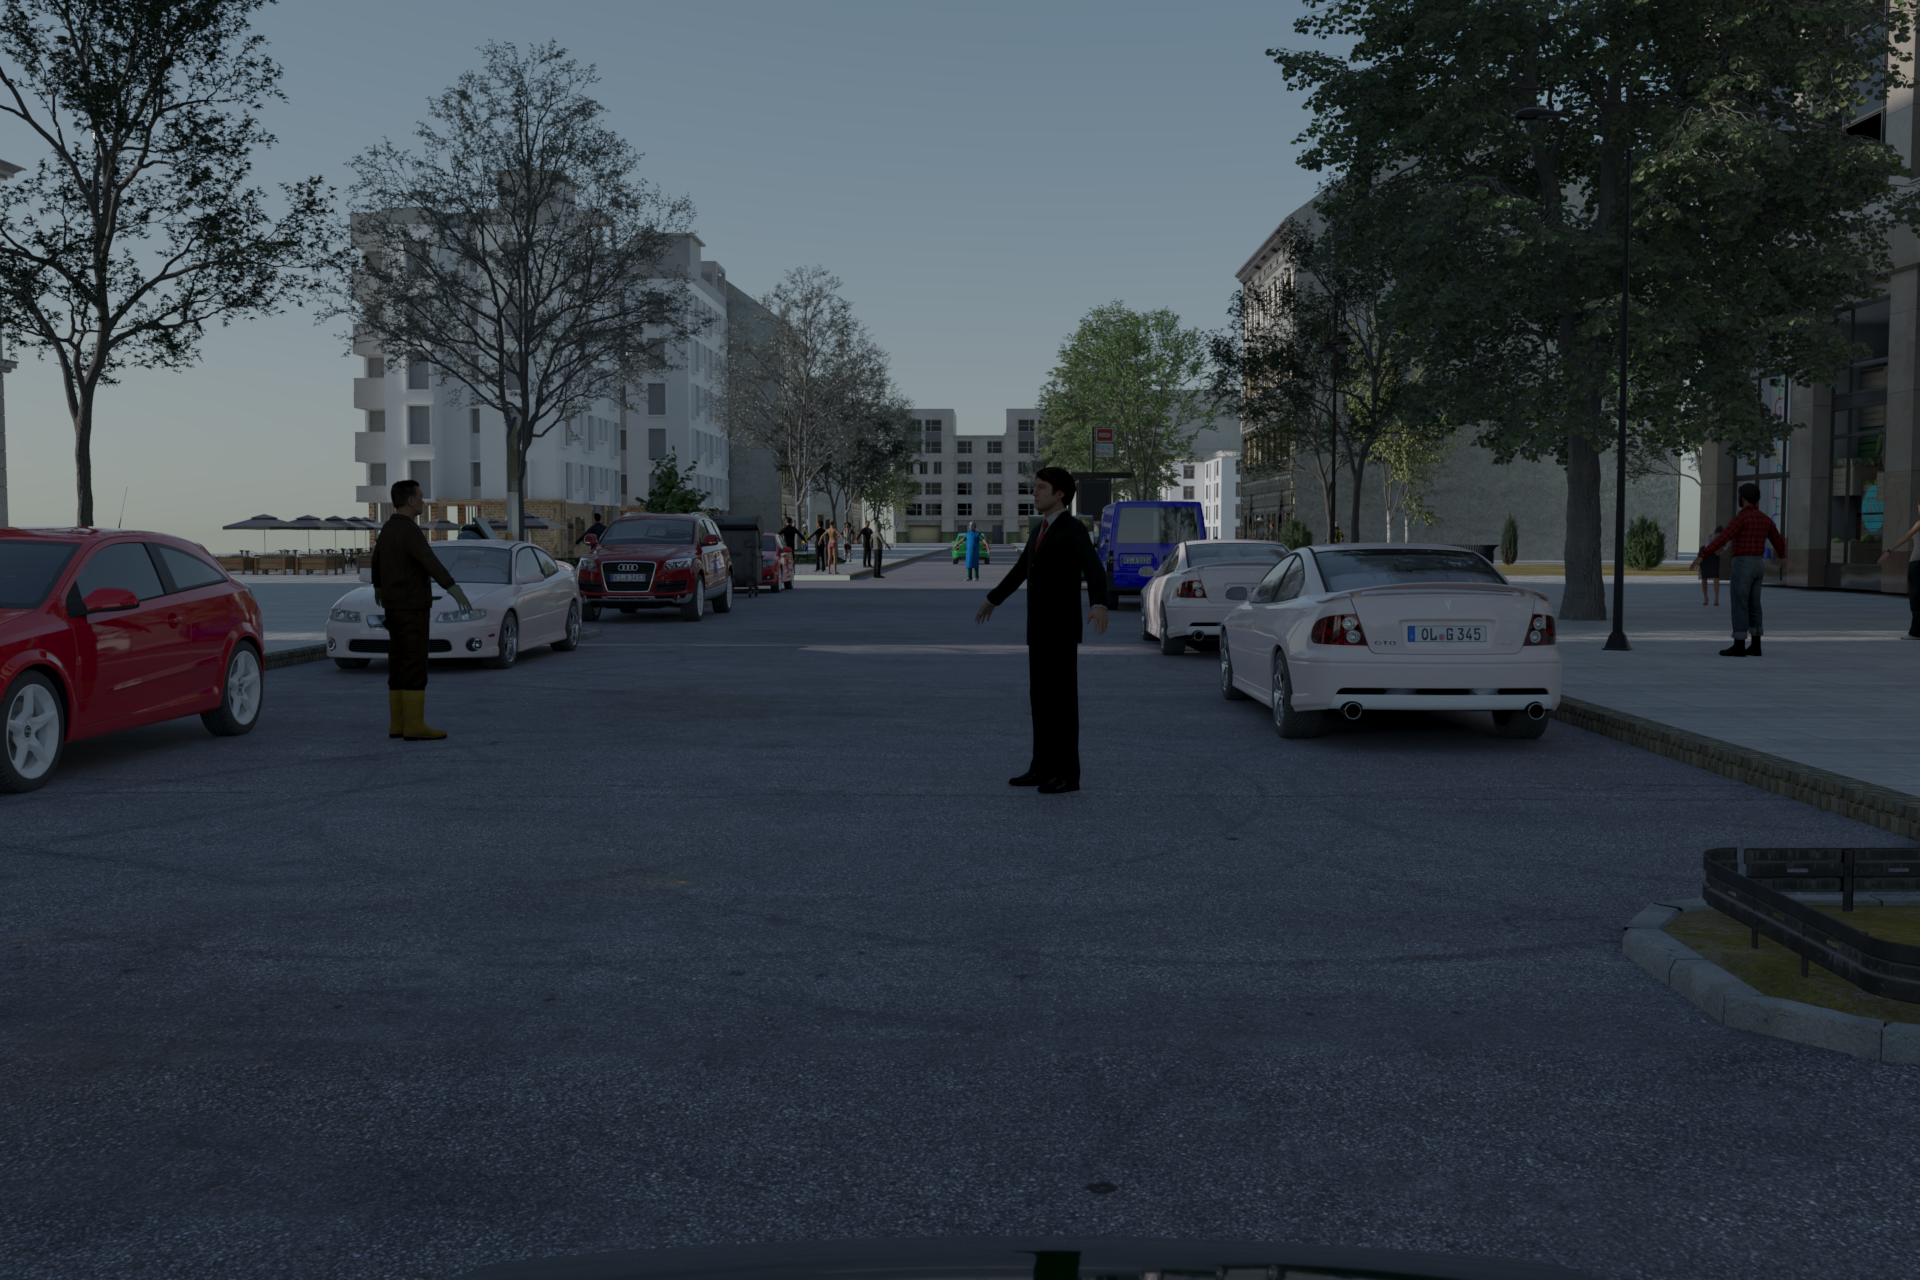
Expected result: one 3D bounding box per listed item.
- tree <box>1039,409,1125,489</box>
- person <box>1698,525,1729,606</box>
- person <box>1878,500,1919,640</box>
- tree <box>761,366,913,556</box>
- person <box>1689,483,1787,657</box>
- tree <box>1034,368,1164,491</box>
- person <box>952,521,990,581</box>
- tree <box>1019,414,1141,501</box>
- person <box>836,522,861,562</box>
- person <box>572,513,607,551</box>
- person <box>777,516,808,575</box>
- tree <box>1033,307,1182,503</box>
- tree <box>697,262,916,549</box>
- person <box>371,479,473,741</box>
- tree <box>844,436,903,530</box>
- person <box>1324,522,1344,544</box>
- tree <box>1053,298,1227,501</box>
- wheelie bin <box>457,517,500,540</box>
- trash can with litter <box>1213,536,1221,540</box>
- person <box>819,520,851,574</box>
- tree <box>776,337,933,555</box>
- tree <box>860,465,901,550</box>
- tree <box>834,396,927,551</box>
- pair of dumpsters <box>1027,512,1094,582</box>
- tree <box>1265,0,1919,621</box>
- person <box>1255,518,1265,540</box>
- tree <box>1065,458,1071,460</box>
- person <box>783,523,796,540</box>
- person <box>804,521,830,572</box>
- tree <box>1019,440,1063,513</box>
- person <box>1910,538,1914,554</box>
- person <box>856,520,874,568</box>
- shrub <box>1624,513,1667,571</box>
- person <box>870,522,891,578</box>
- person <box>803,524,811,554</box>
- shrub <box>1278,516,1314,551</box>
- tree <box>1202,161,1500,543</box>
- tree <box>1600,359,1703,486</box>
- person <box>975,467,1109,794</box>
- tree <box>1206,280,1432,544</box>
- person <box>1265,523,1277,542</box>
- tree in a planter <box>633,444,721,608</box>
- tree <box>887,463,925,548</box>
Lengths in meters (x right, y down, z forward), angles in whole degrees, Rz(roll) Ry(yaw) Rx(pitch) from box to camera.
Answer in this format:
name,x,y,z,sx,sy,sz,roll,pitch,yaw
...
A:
name,x,y,z,sx,sy,sz,roll,pitch,yaw
tree,8.603,-11.312,119.358,7.601,10.594,8.767,-3,5,-39
person,13.467,-1.330,30.972,0.628,1.438,0.799,-1,4,-23
person,11.662,-0.872,21.070,1.217,1.737,0.721,-1,4,-21
tree,-6.725,-9.780,94.318,8.767,10.594,7.601,0,4,-3
person,8.235,-0.738,18.180,1.345,1.816,0.704,-2,4,-24
tree,8.456,-10.921,104.317,9.928,11.665,9.643,0,3,0
person,0.376,-2.711,52.915,1.347,1.817,0.704,2,4,31
tree,9.844,-14.095,140.816,12.009,13.543,11.850,0,3,0
person,-5.140,-4.462,79.092,1.345,1.843,0.704,1,4,17
person,-9.235,-2.326,44.077,1.345,1.823,0.704,-3,5,-42
person,-5.361,-2.950,54.171,1.347,1.837,0.705,-2,4,-27
tree,7.313,-10.337,87.133,7.486,12.596,7.792,0,3,0
tree,-7.239,-10.259,78.097,12.009,13.543,11.850,0,3,0
person,-3.831,-0.215,12.114,0.704,1.812,1.346,-3,5,-43
tree,-6.318,-10.433,120.948,4.737,8.622,4.395,0,3,0
person,17.680,-4.636,81.564,1.354,1.858,0.705,-3,5,-39
tree,7.931,-9.175,75.762,9.928,11.665,9.643,0,3,0
wheelie bin,-9.020,-1.503,32.484,0.693,1.594,0.980,0,4,2
trash can with litter,7.577,-2.479,51.595,1.678,1.210,2.233,0,4,1
person,-4.040,-2.985,55.615,1.217,1.733,0.721,2,4,29
tree,-6.935,-12.010,106.728,12.009,13.543,11.850,0,3,0
tree,-6.409,-11.808,143.427,4.737,8.622,4.395,0,3,0
tree,-6.307,-12.564,131.170,9.928,11.665,9.643,0,3,0
pair of dumpsters,4.210,-2.845,51.460,4.436,2.255,1.574,0,3,0
tree,9.388,-7.266,25.448,9.857,13.997,8.962,0,3,0
person,10.388,-3.322,60.175,0.705,1.847,1.347,1,4,18
tree,8.992,-10.902,128.613,4.737,8.622,4.395,0,3,0
person,-8.527,-5.095,89.090,1.354,1.856,0.705,-3,5,-44
person,-4.797,-3.188,58.838,1.216,1.740,0.721,-3,5,-41
tree,9.862,-13.679,158.069,8.767,10.594,7.601,-3,4,-38
person,17.494,-1.555,31.206,1.343,1.855,0.704,-2,4,-29
person,-3.521,-3.668,66.189,1.346,1.802,0.704,-3,5,-45
shrub,23.867,-3.430,60.495,1.690,2.028,1.600,0,3,0
person,-2.641,-2.924,56.394,0.705,1.813,1.348,-2,4,-28
person,-7.370,-4.724,83.698,0.721,1.772,1.216,0,4,7
shrub,14.157,-4.227,73.148,1.661,2.075,1.752,0,3,0
tree,9.733,-6.648,43.102,8.767,10.594,7.601,2,4,29
tree,28.996,-8.129,67.315,8.767,10.594,7.601,-2,4,-26
person,0.498,-0.066,9.722,0.705,1.806,1.347,-2,4,-28
tree,13.504,-7.880,63.255,8.767,10.594,7.601,-1,4,-18
person,14.793,-4.645,82.219,0.705,1.796,1.348,2,4,34
tree in a planter,-5.735,-2.275,34.422,1.991,3.239,1.994,0,4,1
tree,-5.555,-12.477,154.365,4.737,8.622,4.395,0,3,0
